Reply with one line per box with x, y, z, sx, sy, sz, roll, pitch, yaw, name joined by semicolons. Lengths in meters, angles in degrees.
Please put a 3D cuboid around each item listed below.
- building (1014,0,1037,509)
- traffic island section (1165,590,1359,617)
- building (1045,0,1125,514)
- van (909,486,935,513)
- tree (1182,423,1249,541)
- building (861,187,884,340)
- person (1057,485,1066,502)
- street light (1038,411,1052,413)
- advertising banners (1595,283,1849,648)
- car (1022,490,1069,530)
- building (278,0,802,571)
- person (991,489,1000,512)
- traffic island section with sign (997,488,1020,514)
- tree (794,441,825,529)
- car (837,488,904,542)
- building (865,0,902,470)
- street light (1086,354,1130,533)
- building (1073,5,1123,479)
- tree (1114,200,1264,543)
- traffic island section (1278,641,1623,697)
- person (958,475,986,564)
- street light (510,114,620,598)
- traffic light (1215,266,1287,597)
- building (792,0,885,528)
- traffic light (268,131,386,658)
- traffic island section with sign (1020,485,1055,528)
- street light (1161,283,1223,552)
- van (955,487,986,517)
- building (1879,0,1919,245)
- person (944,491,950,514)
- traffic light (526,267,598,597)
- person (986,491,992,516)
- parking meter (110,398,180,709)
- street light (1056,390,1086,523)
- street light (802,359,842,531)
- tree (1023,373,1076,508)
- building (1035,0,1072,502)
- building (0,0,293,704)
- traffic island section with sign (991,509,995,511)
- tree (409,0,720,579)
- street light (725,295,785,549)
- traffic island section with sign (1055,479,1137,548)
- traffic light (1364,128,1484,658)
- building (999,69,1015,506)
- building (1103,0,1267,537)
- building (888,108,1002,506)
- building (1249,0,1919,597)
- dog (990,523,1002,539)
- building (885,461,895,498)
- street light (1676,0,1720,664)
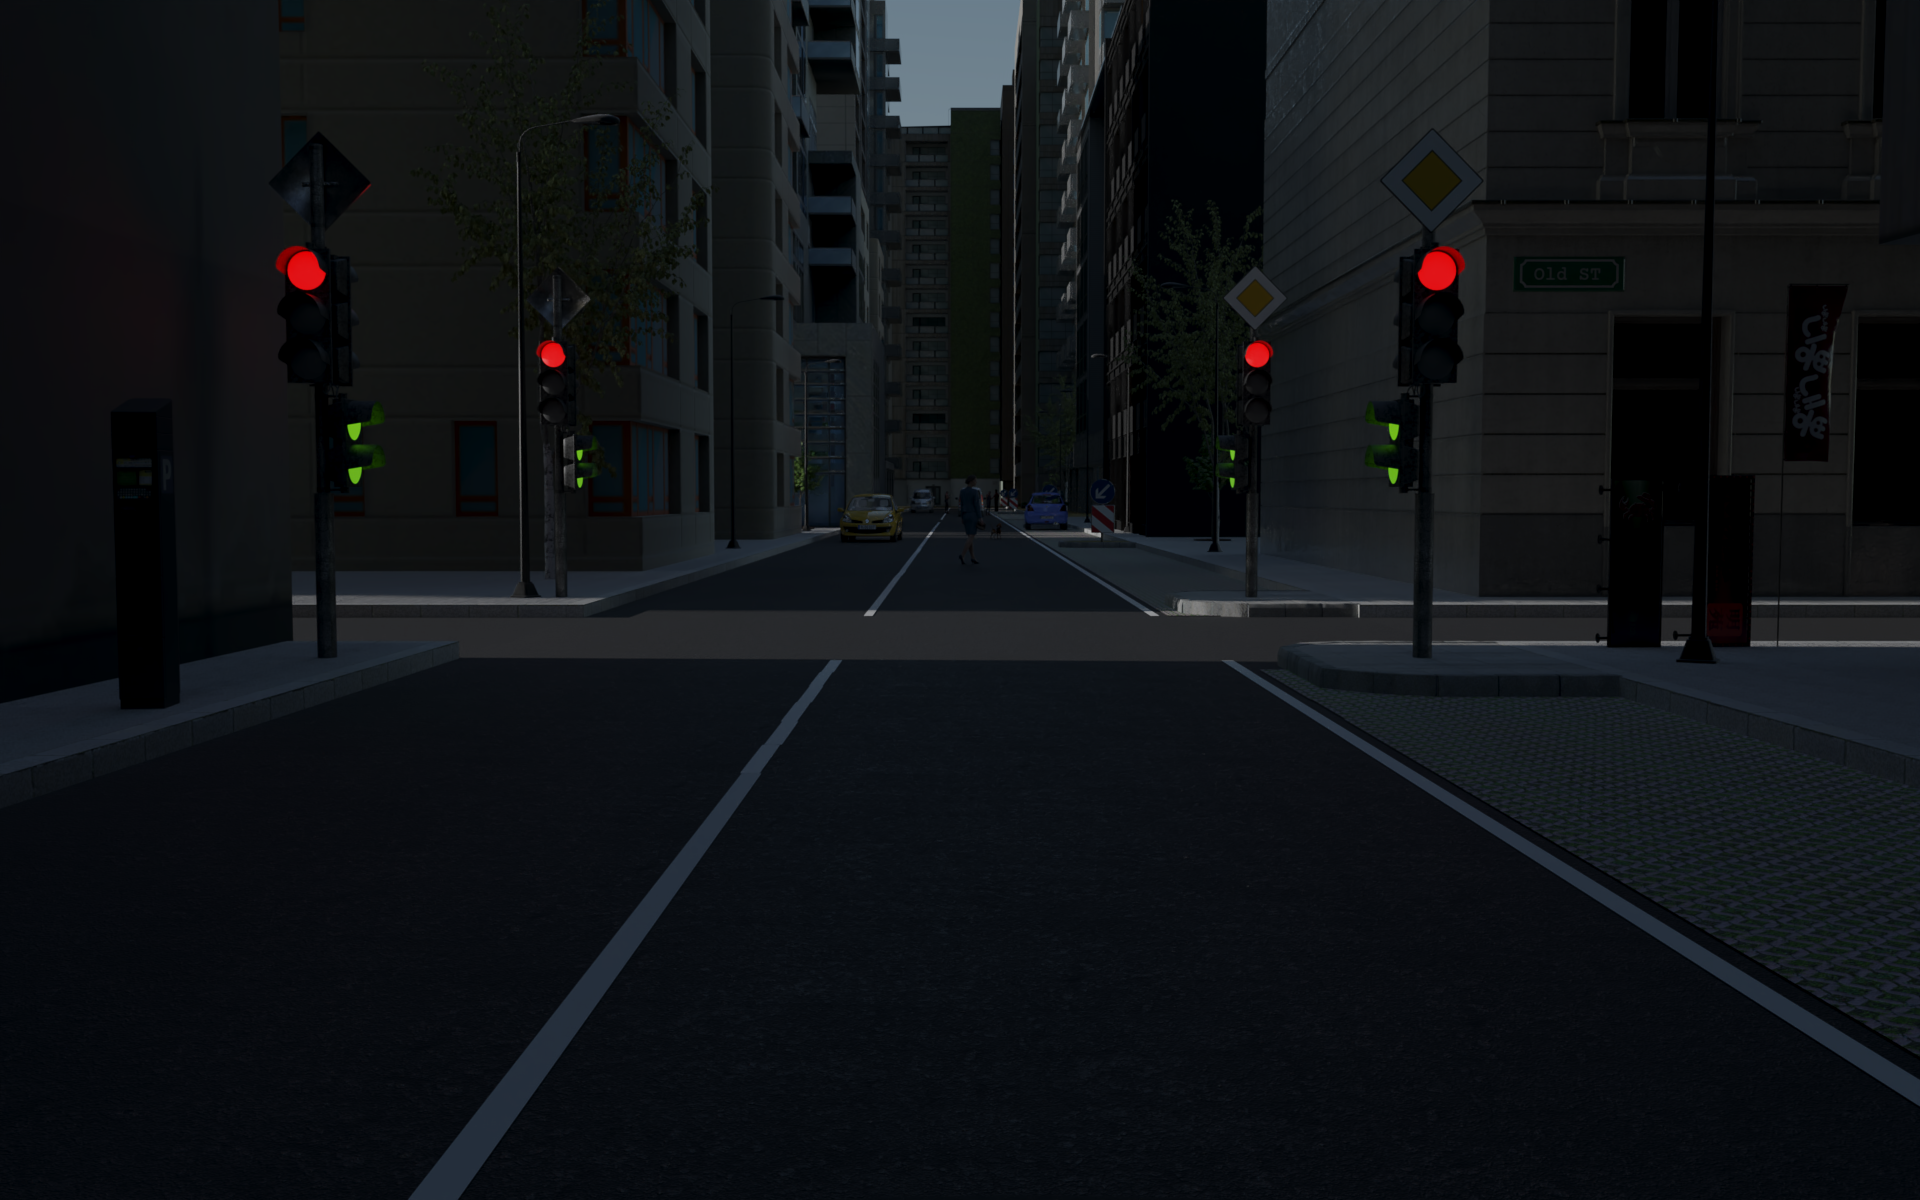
16.030;-32.850;160.806;21.300;48.544;21.600;0;3;0;building
3.654;0.042;21.590;2.009;0.180;2.903;0;3;0;traffic island section
18.286;-30.641;120.586;23.786;49.044;30.456;0;3;0;building
-2.862;-7.641;131.949;2.013;2.044;4.112;0;4;2;van
6.829;-3.239;47.559;1.663;3.219;1.824;0;3;0;tree
-19.361;-16.310;111.703;27.650;21.520;28.899;0;3;0;building
5.423;-5.408;94.807;0.623;1.781;0.721;-1;4;-21;person
5.067;-7.589;96.622;1.470;5.913;1.316;0;3;0;street light
6.362;-1.117;14.443;2.074;3.025;0.090;0;4;-3;advertising banners
3.449;-3.679;69.737;1.945;1.707;3.694;0;4;1;car
-19.091;-12.079;42.533;27.650;21.520;28.899;0;3;0;building
2.889;-8.015;139.508;0.705;1.831;1.348;2;4;34;person
3.680;-7.030;123.575;1.989;1.847;2.006;0;3;0;traffic island section with sign
-5.815;-4.205;63.361;1.663;3.219;1.824;0;3;0;tree
-2.681;-2.607;52.845;2.015;1.641;3.980;0;4;2;car
-20.766;-33.056;160.072;30.456;49.044;23.786;0;3;0;building
5.065;-5.203;57.616;1.470;5.913;1.316;0;3;0;street light
13.404;-16.060;81.647;14.314;24.678;30.058;0;3;0;building
6.148;-5.640;42.577;4.737;8.622;4.395;0;3;0;tree
3.652;0.531;13.605;2.009;0.180;2.903;0;3;0;traffic island section
0.177;-1.640;35.340;0.654;1.822;0.581;-2;4;-34;person
-4.861;-2.985;21.353;1.470;5.913;1.316;0;3;0;street light
3.613;-1.991;21.476;0.839;4.253;0.868;0;3;0;traffic light
-14.461;-46.835;78.427;22.319;86.520;31.000;0;3;0;building
-4.949;-1.502;13.477;0.839;4.253;0.868;0;3;0;traffic light
3.677;-3.979;73.682;1.989;1.847;2.006;0;3;0;traffic island section with sign
5.107;-4.015;38.194;1.470;5.913;1.316;0;3;0;street light
0.692;-6.330;110.504;2.013;2.044;4.112;0;4;0;van
12.123;-19.695;5.613;14.154;41.232;14.086;0;3;0;building
-0.893;-7.095;125.970;0.593;1.643;0.415;3;5;43;person
-4.948;-1.990;21.462;0.839;4.253;0.868;0;3;0;traffic light
1.918;-6.414;114.839;0.415;1.643;0.593;1;4;11;person
-4.893;-0.287;10.411;0.255;1.863;0.399;0;4;-8;parking meter
5.148;-6.403;77.227;1.470;5.913;1.316;0;3;0;street light
-4.778;-5.341;59.859;1.470;5.913;1.316;0;3;0;street light
6.155;-9.354;103.308;4.737;8.622;4.395;0;3;0;tree
13.229;-28.112;143.220;14.154;41.232;14.086;0;3;0;building
-16.371;-23.207;3.135;21.600;48.544;21.300;0;3;0;building
3.684;-8.679;150.530;1.989;1.847;2.006;0;3;0;traffic island section with sign
-5.939;-4.617;25.849;4.737;8.622;4.395;0;3;0;tree
-4.796;-4.163;40.606;1.470;5.913;1.316;0;3;0;street light
3.670;-2.326;46.652;1.989;1.847;2.006;0;3;0;traffic island section with sign
3.612;-1.503;13.491;0.839;4.253;0.868;0;3;0;traffic light
11.479;-32.795;186.315;14.200;45.320;14.600;0;3;0;building
11.672;-13.993;58.467;12.332;23.373;15.834;0;3;0;building
-2.663;-30.772;186.716;14.086;41.232;14.154;0;3;0;building
27.900;-15.420;28.539;44.131;29.872;17.030;0;3;0;building
1.138;-2.175;54.842;0.406;0.507;0.540;0;4;-7;dog
-15.594;-42.613;134.973;20.563;71.187;20.611;0;3;0;building
5.103;-2.479;13.075;1.470;5.913;1.316;0;3;0;street light
